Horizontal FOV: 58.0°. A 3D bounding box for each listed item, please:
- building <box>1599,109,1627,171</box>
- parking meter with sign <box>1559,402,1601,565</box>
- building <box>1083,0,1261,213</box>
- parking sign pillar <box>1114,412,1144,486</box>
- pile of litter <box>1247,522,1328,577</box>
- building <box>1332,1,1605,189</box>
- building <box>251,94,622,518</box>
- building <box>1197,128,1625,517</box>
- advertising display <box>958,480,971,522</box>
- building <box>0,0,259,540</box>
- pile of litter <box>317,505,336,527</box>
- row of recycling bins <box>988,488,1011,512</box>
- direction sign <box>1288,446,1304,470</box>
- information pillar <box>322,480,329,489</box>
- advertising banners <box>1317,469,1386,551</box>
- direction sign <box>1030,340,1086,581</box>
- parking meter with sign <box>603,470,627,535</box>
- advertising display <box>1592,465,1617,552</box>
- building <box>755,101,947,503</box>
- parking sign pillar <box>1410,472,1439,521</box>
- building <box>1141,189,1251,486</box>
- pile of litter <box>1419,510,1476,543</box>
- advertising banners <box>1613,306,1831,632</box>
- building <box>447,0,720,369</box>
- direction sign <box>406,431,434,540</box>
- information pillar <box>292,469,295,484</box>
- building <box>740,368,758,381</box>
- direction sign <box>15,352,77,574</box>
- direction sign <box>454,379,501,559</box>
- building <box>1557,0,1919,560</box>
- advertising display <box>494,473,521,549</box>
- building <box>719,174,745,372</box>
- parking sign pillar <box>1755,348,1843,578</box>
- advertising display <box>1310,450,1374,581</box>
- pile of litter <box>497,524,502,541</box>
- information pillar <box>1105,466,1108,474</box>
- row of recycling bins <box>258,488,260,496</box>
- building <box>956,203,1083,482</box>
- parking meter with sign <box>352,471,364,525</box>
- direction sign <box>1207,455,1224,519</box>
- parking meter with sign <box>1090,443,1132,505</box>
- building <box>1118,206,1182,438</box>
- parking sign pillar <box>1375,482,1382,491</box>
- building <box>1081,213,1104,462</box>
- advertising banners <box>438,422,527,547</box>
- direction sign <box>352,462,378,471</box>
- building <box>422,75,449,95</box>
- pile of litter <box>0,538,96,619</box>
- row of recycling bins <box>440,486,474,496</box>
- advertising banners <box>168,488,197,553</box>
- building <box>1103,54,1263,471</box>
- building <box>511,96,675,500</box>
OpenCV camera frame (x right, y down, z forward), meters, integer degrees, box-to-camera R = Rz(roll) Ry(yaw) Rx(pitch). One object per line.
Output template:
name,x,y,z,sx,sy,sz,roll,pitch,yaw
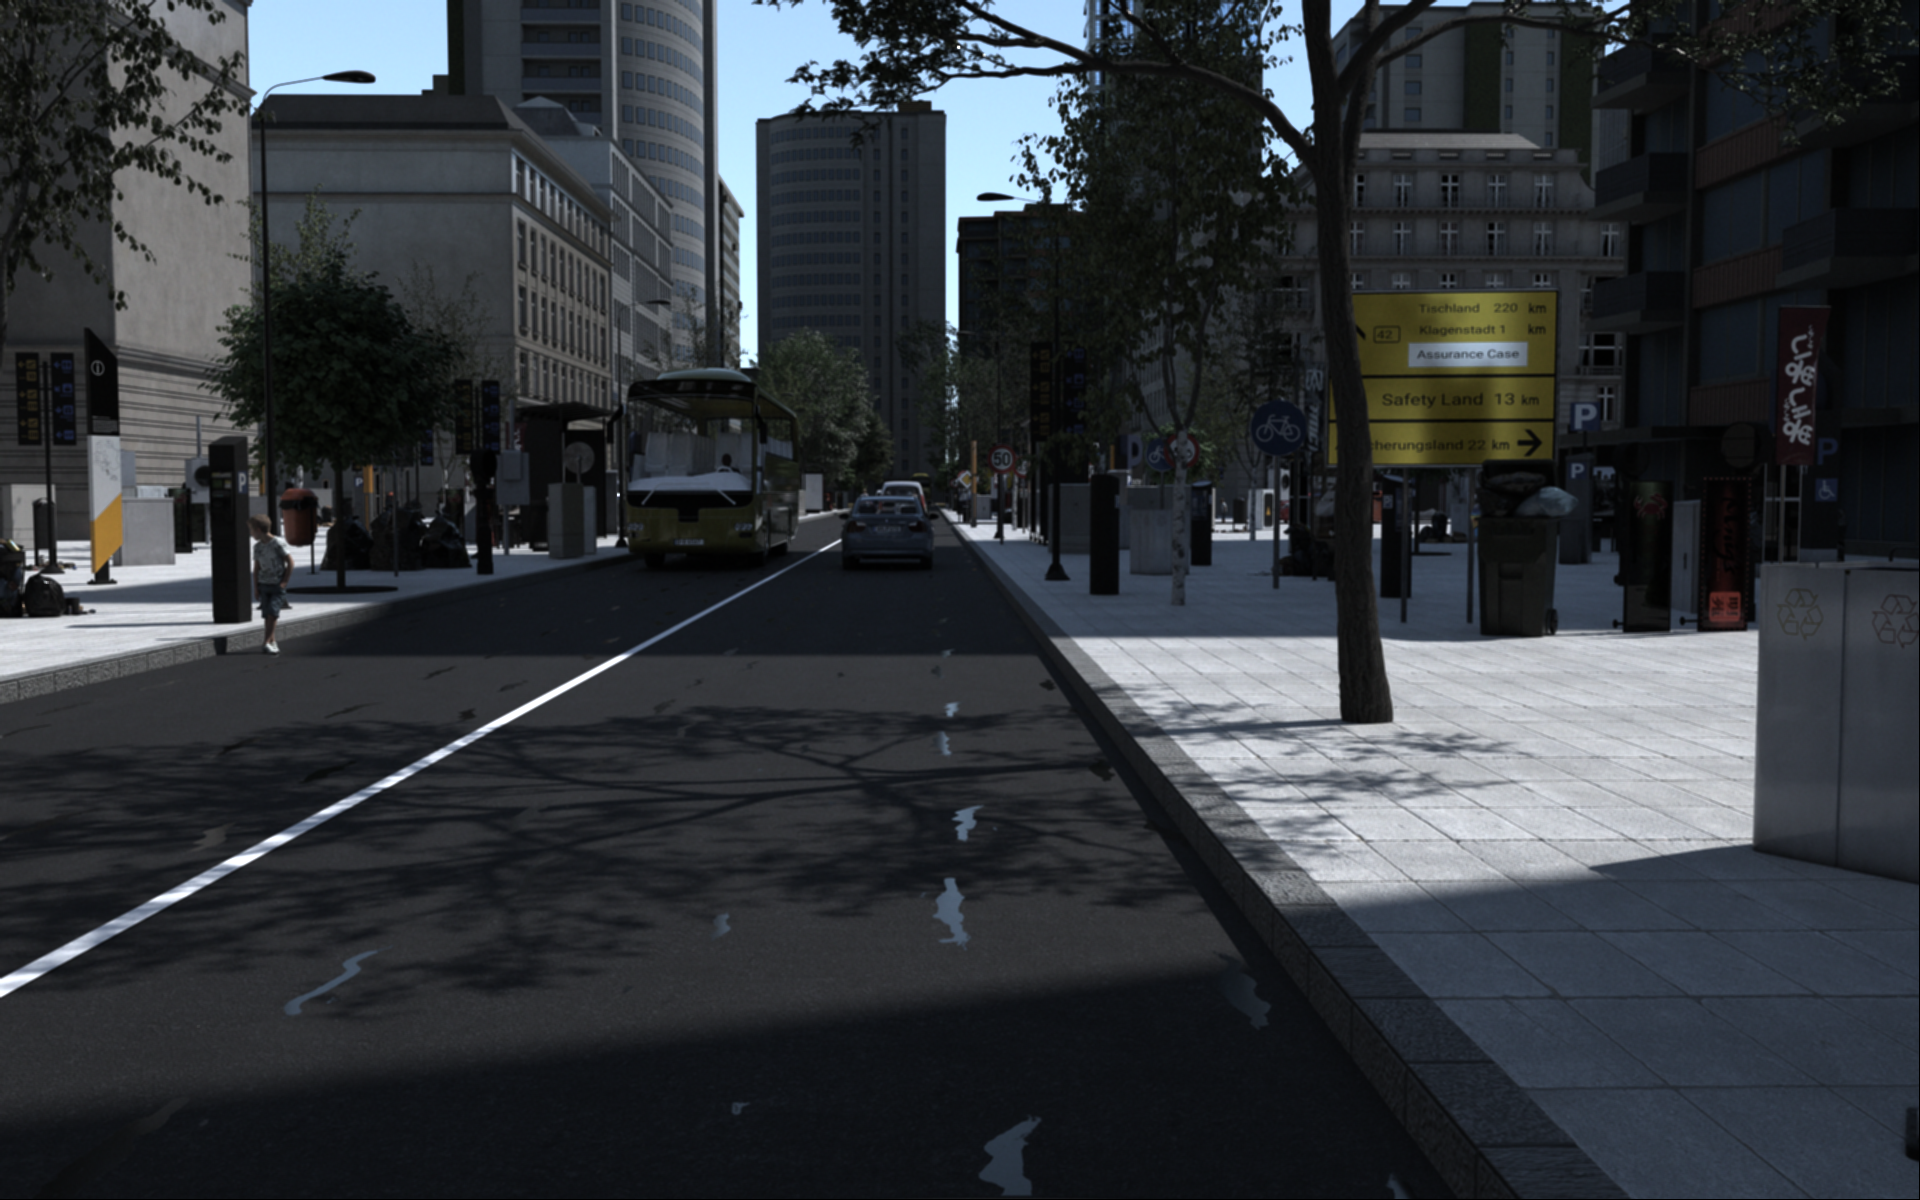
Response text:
building,48.825,-17.239,99.883,19.932,24.808,12.078,0,4,-1
parking meter with sign,11.487,-2.197,32.184,0.543,3.016,1.738,2,4,27
building,22.934,-54.303,200.523,22.319,86.520,31.000,0,4,-1
parking sign pillar,5.563,-4.190,56.972,1.447,3.967,1.447,2,4,34
pile of litter,5.427,-0.816,27.300,1.719,0.858,1.176,3,4,38
building,59.308,-40.681,207.136,28.212,58.520,21.231,0,4,-1
building,-31.644,-16.787,107.751,16.112,22.955,30.059,0,4,-1
building,26.676,-15.841,100.797,24.055,21.916,13.314,0,4,-1
advertising display,0.303,-4.539,79.419,0.974,1.923,0.123,3,4,38
building,-33.105,-13.201,52.001,21.152,22.565,11.583,0,4,-1
pile of litter,-24.677,-3.290,67.764,1.719,0.858,1.176,-1,4,-17
row of recycling bins,2.974,-7.043,122.260,1.069,1.692,3.534,-2,4,-26
direction sign,16.042,-5.526,82.345,0.876,3.537,0.379,1,4,11
information pillar,-32.777,-5.200,89.511,0.304,2.012,0.304,-2,4,-25
advertising banners,8.890,-2.635,39.263,2.074,3.025,0.090,-1,4,-22
direction sign,1.455,-2.064,25.750,0.876,3.537,0.379,2,4,24
parking meter with sign,-11.193,-3.589,54.937,1.738,3.016,0.543,-1,4,-9
advertising display,14.023,-2.029,38.381,0.974,1.923,0.123,1,4,19
building,-16.244,-44.049,262.193,28.212,58.520,21.231,0,4,-1
parking sign pillar,22.049,-5.719,81.984,1.447,3.967,1.447,-2,4,-25
building,18.550,-16.067,117.439,10.420,20.320,16.860,0,4,-1
pile of litter,12.788,-1.929,45.510,1.719,0.858,1.176,0,4,-7
advertising banners,7.102,-1.219,16.112,2.074,3.025,0.090,0,4,-8
building,-35.526,-38.273,167.755,21.231,58.520,28.212,0,4,-1
direction sign,-15.025,-3.422,47.948,0.876,3.537,0.379,-1,4,-12
information pillar,-34.640,-6.033,89.998,0.183,3.616,0.504,-1,4,-14
building,-45.215,-25.711,265.420,28.899,21.520,27.650,0,4,-1
direction sign,-14.639,-2.190,27.808,0.876,3.537,0.379,0,4,-7
direction sign,-9.574,-2.595,34.426,0.876,3.537,0.379,-2,4,-27
building,28.254,-23.626,40.909,22.147,44.769,28.867,0,4,-1
advertising display,-10.623,-2.169,40.675,0.123,1.923,0.974,1,4,18
building,-37.651,-31.081,200.057,23.993,40.220,32.217,0,4,-1
parking sign pillar,12.909,-2.326,26.501,1.447,3.967,1.447,0,4,-4
advertising display,5.600,-1.237,25.438,0.974,1.923,0.123,3,5,41
pile of litter,-12.704,-2.102,48.325,1.176,0.858,1.719,0,4,3
information pillar,11.613,-8.930,137.354,0.183,3.616,0.504,-2,4,-30
row of recycling bins,-36.063,-4.867,86.692,3.534,1.692,1.069,3,5,39
building,12.283,-37.243,263.550,28.867,44.769,22.147,0,4,-1
parking meter with sign,-21.521,-4.018,61.950,0.543,3.016,1.738,-1,4,-21
direction sign,13.407,-6.054,90.987,0.876,3.537,0.379,2,4,27
parking meter with sign,4.969,-3.535,54.054,1.738,3.016,0.543,2,4,27
building,22.011,-18.811,140.845,16.112,22.955,30.059,0,4,-1
parking sign pillar,20.948,-5.986,86.349,1.447,3.967,1.447,2,4,35
building,19.315,-24.938,179.440,14.160,30.474,14.107,0,4,-1
advertising banners,-11.501,-2.796,41.909,2.074,3.025,0.090,0,4,-3
direction sign,-20.405,-4.122,59.388,0.876,3.537,0.379,0,4,0
building,-60.551,-35.555,205.033,21.600,48.544,21.300,0,4,-1
pile of litter,-10.074,-0.257,18.162,1.719,0.858,1.176,-1,4,-13
row of recycling bins,-26.036,-5.042,89.542,1.069,1.692,3.534,0,4,3
advertising banners,-17.602,-2.515,37.308,2.074,3.025,0.090,-1,4,-14
building,20.557,-29.448,165.063,14.154,41.232,14.086,0,4,-1
building,-30.349,-22.016,137.449,11.434,29.767,29.804,0,4,-1
